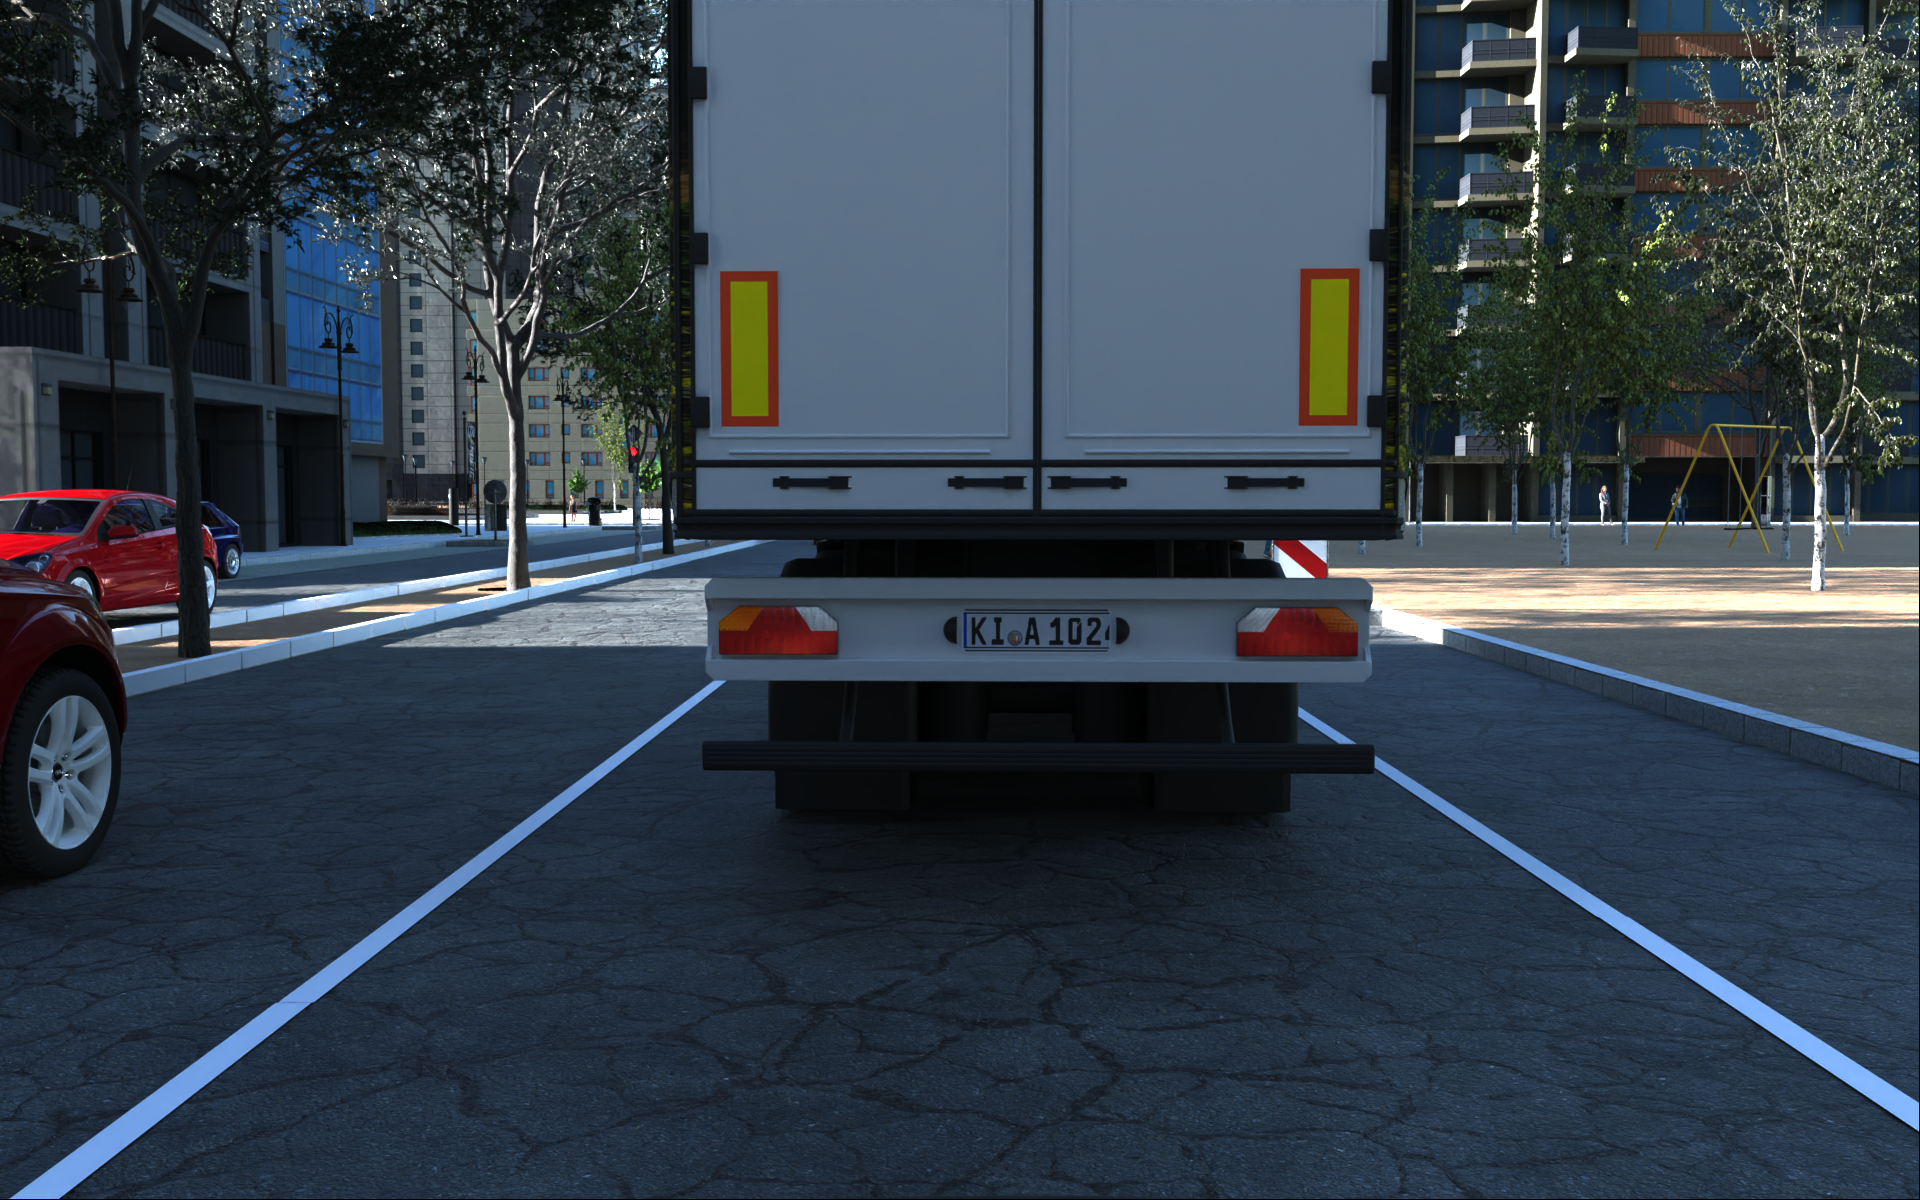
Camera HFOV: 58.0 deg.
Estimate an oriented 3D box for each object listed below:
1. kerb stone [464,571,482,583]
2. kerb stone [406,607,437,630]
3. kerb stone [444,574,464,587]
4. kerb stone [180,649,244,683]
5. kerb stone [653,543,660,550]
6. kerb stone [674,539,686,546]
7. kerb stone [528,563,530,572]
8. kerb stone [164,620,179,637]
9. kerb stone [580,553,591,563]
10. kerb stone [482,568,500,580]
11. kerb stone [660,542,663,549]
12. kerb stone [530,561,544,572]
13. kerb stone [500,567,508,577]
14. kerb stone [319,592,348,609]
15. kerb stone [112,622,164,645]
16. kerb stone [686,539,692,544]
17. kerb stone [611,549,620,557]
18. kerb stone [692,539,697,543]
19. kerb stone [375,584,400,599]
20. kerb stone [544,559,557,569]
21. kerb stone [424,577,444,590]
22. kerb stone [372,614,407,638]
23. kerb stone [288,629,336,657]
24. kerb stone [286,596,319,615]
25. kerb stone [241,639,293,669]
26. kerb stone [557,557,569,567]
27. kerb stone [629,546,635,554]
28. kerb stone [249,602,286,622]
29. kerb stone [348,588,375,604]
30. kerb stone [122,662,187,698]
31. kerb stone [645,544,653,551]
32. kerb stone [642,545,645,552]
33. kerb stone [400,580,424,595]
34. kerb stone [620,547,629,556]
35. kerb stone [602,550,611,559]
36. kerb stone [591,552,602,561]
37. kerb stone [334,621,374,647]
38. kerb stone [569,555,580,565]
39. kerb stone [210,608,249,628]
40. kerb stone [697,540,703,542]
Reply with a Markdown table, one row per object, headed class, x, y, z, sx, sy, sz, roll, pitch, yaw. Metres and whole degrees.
| class | x | y | z | sx | sy | sz | roll | pitch | yaw |
| --- | --- | --- | --- | --- | --- | --- | --- | --- | --- |
| kerb stone | -7.954 | -0.352 | 27.963 | 0.120 | 0.150 | 1.000 | 0 | 4 | 0 |
| kerb stone | -5.890 | 0.213 | 18.715 | 0.120 | 0.150 | 1.000 | 0 | 4 | 0 |
| kerb stone | -7.955 | -0.290 | 26.939 | 0.120 | 0.150 | 1.000 | 0 | 4 | 0 |
| kerb stone | -5.912 | 0.526 | 13.594 | 0.120 | 0.150 | 1.000 | 0 | 4 | 0 |
| kerb stone | -7.897 | -1.355 | 44.355 | 0.120 | 0.150 | 1.000 | 0 | 4 | 0 |
| kerb stone | -7.874 | -1.606 | 48.454 | 0.120 | 0.150 | 1.000 | 0 | 4 | 0 |
| kerb stone | -7.946 | -0.540 | 31.042 | 0.120 | 0.150 | 1.000 | 0 | 4 | 0 |
| kerb stone | -7.994 | 0.284 | 17.731 | 0.120 | 0.150 | 1.000 | 0 | 4 | 0 |
| kerb stone | -7.924 | -0.852 | 36.171 | 0.120 | 0.150 | 1.000 | 0 | 4 | 0 |
| kerb stone | -7.945 | -0.416 | 28.990 | 0.120 | 0.150 | 1.000 | 0 | 4 | 0 |
| kerb stone | -7.887 | -1.413 | 45.380 | 0.120 | 0.150 | 1.000 | 0 | 4 | 0 |
| kerb stone | -7.942 | -0.604 | 32.069 | 0.120 | 0.150 | 1.000 | 0 | 4 | 0 |
| kerb stone | -7.941 | -0.477 | 30.020 | 0.120 | 0.150 | 1.000 | 0 | 4 | 0 |
| kerb stone | -7.977 | 0.023 | 21.820 | 0.120 | 0.150 | 1.000 | 0 | 4 | 0 |
| kerb stone | -7.999 | 0.340 | 16.703 | 0.120 | 0.150 | 1.000 | 0 | 4 | 0 |
| kerb stone | -7.870 | -1.669 | 49.478 | 0.120 | 0.150 | 1.000 | 0 | 4 | 0 |
| kerb stone | -7.913 | -1.039 | 39.244 | 0.120 | 0.150 | 1.000 | 0 | 4 | 0 |
| kerb stone | -7.866 | -1.731 | 50.500 | 0.120 | 0.150 | 1.000 | 0 | 4 | 0 |
| kerb stone | -7.974 | -0.100 | 23.868 | 0.120 | 0.150 | 1.000 | 0 | 4 | 0 |
| kerb stone | -7.936 | -0.666 | 33.091 | 0.120 | 0.150 | 1.000 | 0 | 4 | 0 |
| kerb stone | -7.967 | -0.228 | 25.917 | 0.120 | 0.150 | 1.000 | 0 | 4 | 0 |
| kerb stone | -5.901 | 0.275 | 17.692 | 0.120 | 0.150 | 1.000 | 0 | 4 | 0 |
| kerb stone | -5.906 | 0.401 | 15.644 | 0.120 | 0.150 | 1.000 | 0 | 4 | 0 |
| kerb stone | -7.983 | 0.085 | 20.799 | 0.120 | 0.150 | 1.000 | 0 | 4 | 0 |
| kerb stone | -5.907 | 0.464 | 14.616 | 0.120 | 0.150 | 1.000 | 0 | 4 | 0 |
| kerb stone | -7.929 | -0.723 | 34.119 | 0.120 | 0.150 | 1.000 | 0 | 4 | 0 |
| kerb stone | -7.909 | -1.168 | 41.288 | 0.120 | 0.150 | 1.000 | 0 | 4 | 0 |
| kerb stone | -7.988 | 0.157 | 19.777 | 0.120 | 0.150 | 1.000 | 0 | 4 | 0 |
| kerb stone | -7.975 | -0.039 | 22.842 | 0.120 | 0.150 | 1.000 | 0 | 4 | 0 |
| kerb stone | -5.914 | 0.589 | 12.572 | 0.120 | 0.150 | 1.000 | 0 | 4 | 0 |
| kerb stone | -7.901 | -1.293 | 43.332 | 0.120 | 0.150 | 1.000 | 0 | 4 | 0 |
| kerb stone | -7.904 | -1.230 | 42.310 | 0.120 | 0.150 | 1.000 | 0 | 4 | 0 |
| kerb stone | -7.960 | -0.165 | 24.893 | 0.120 | 0.150 | 1.000 | 0 | 4 | 0 |
| kerb stone | -7.908 | -1.105 | 40.266 | 0.120 | 0.150 | 1.000 | 0 | 4 | 0 |
| kerb stone | -7.918 | -0.980 | 38.222 | 0.120 | 0.150 | 1.000 | 0 | 4 | 0 |
| kerb stone | -7.915 | -0.918 | 37.197 | 0.120 | 0.150 | 1.000 | 0 | 4 | 0 |
| kerb stone | -5.900 | 0.338 | 16.666 | 0.120 | 0.150 | 1.000 | 0 | 4 | 0 |
| kerb stone | -7.928 | -0.791 | 35.141 | 0.120 | 0.150 | 1.000 | 0 | 4 | 0 |
| kerb stone | -7.997 | 0.215 | 18.755 | 0.120 | 0.150 | 1.000 | 0 | 4 | 0 |
| kerb stone | -7.858 | -1.794 | 51.522 | 0.120 | 0.150 | 1.000 | 0 | 4 | 0 |
